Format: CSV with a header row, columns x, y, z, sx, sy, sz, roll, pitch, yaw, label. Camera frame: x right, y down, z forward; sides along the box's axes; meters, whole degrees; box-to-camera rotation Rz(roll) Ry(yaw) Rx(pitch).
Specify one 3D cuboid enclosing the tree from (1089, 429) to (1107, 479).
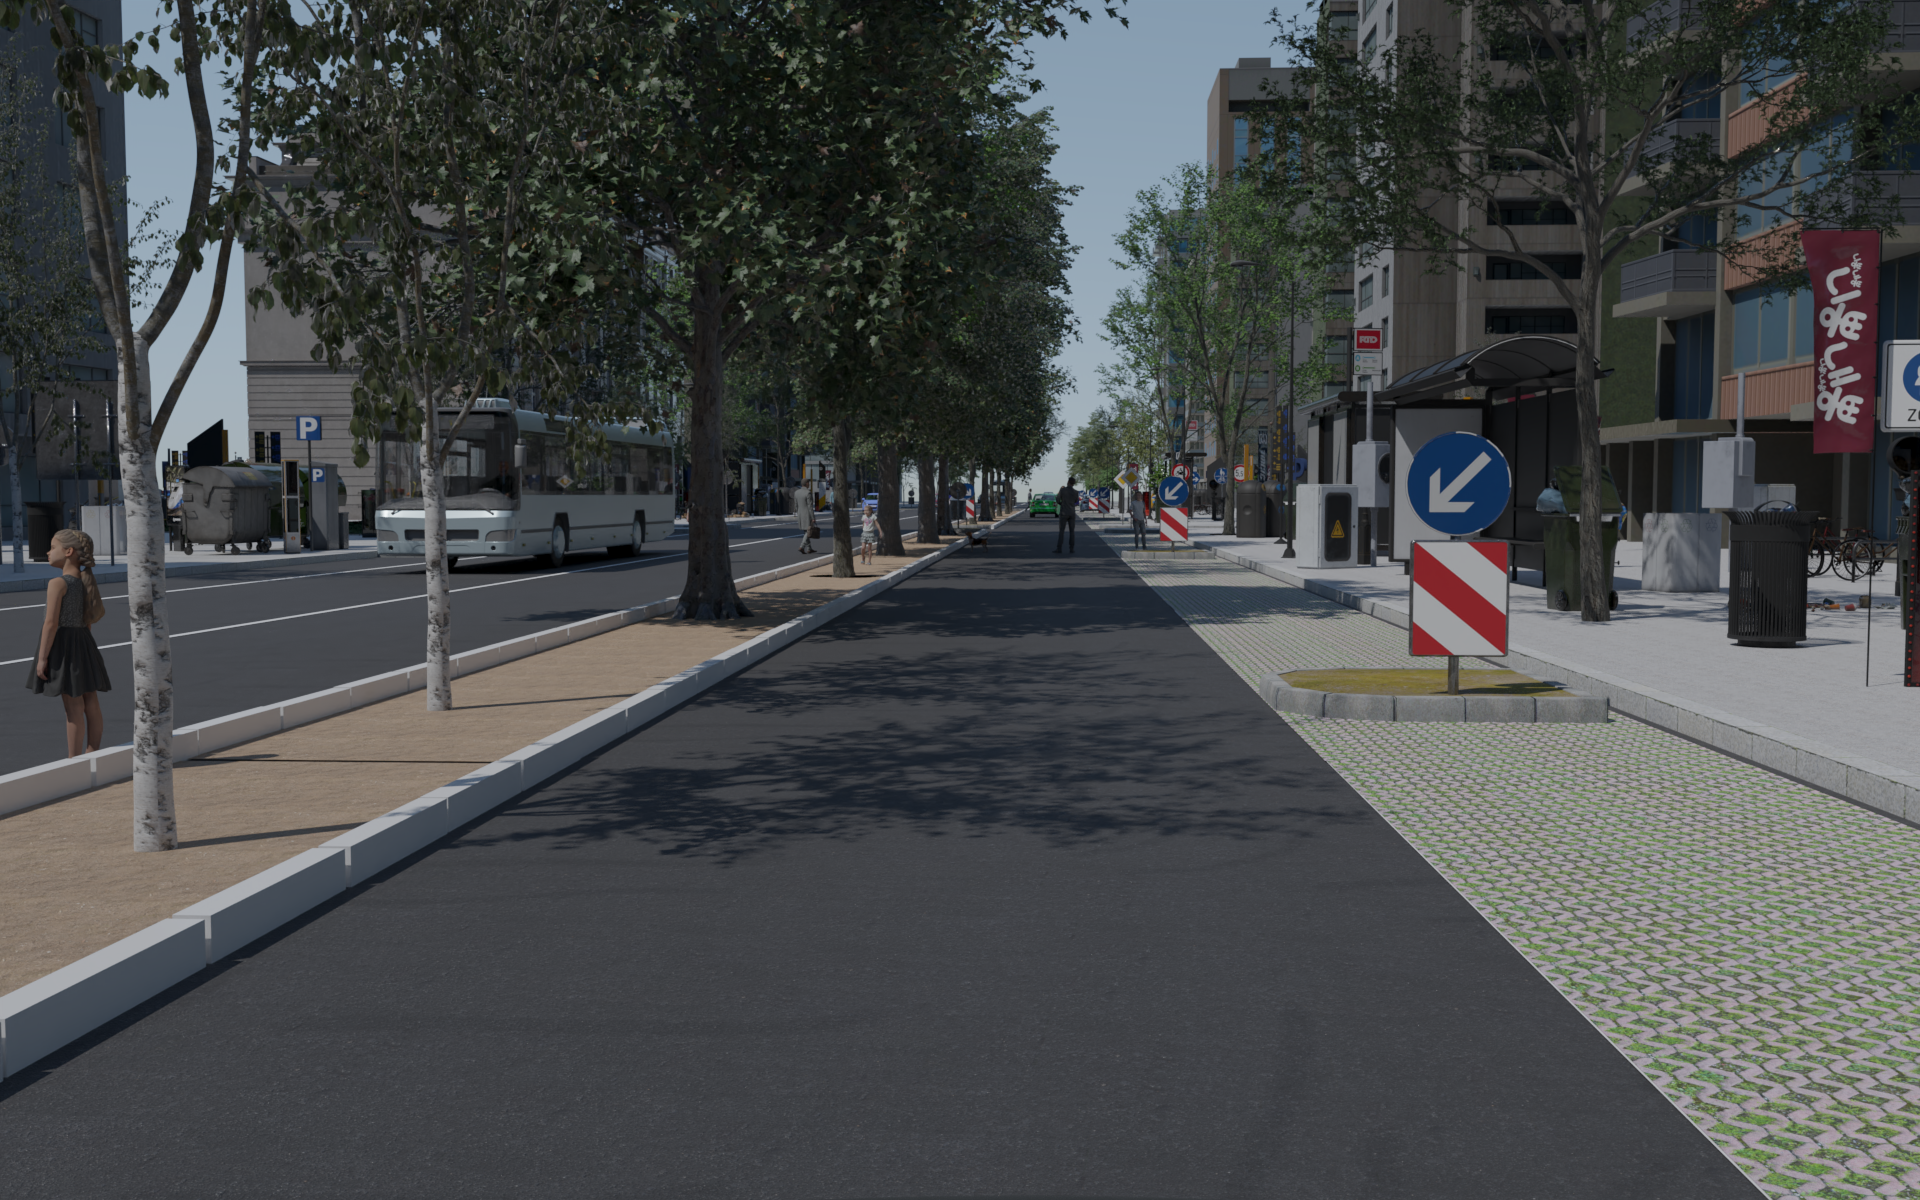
x,y,z,sx,sy,sz,roll,pitch,yaw,label
13.515,-11.279,134.766,4.737,8.622,4.395,0,3,0,tree

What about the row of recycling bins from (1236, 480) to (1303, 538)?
x,y,z,sx,sy,sz,roll,pitch,yaw,label
9.637,-2.716,51.517,3.534,1.692,1.069,-2,4,-33,row of recycling bins

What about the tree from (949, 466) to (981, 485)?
x,y,z,sx,sy,sz,roll,pitch,yaw,label
0.073,-23.464,301.762,7.486,12.596,7.792,0,3,0,tree

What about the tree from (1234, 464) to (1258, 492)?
x,y,z,sx,sy,sz,roll,pitch,yaw,label
16.110,-6.366,98.677,1.663,3.219,1.824,0,3,0,tree

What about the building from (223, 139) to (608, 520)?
x,y,z,sx,sy,sz,roll,pitch,yaw,label
-28.661,-15.566,96.298,13.314,21.916,24.055,0,4,3,building

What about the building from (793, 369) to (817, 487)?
x,y,z,sx,sy,sz,roll,pitch,yaw,label
-27.986,-32.853,191.768,22.147,44.769,28.867,0,4,3,building

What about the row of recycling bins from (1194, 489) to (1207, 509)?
x,y,z,sx,sy,sz,roll,pitch,yaw,label
19.497,-8.069,139.042,1.069,1.692,3.534,-1,4,-17,row of recycling bins

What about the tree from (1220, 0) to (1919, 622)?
x,y,z,sx,sy,sz,roll,pitch,yaw,label
6.101,-5.070,17.303,7.601,10.594,8.767,1,4,13,tree

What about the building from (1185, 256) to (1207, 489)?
x,y,z,sx,sy,sz,roll,pitch,yaw,label
46.757,-34.859,261.828,32.217,40.220,23.993,0,4,3,building

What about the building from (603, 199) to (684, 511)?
x,y,z,sx,sy,sz,roll,pitch,yaw,label
-27.482,-19.812,121.190,12.463,27.353,25.104,0,4,3,building

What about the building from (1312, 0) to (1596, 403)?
x,y,z,sx,sy,sz,roll,pitch,yaw,label
27.637,-20.207,102.078,14.160,30.474,14.107,0,4,3,building

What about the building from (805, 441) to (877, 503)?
x,y,z,sx,sy,sz,roll,pitch,yaw,label
-27.034,-40.812,256.522,28.713,52.752,27.495,0,4,3,building

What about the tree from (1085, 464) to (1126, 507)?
x,y,z,sx,sy,sz,roll,pitch,yaw,label
15.861,-11.906,178.383,4.285,4.588,4.351,0,3,0,tree

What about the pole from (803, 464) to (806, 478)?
x,y,z,sx,sy,sz,roll,pitch,yaw,label
-10.577,-7.584,117.833,0.158,3.312,0.155,0,3,0,pole

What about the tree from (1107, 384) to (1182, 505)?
x,y,z,sx,sy,sz,roll,pitch,yaw,label
11.850,-9.727,109.399,4.737,8.622,4.395,0,3,0,tree

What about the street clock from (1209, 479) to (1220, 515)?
x,y,z,sx,sy,sz,roll,pitch,yaw,label
12.489,-4.926,85.109,0.471,2.002,0.358,2,4,29,street clock

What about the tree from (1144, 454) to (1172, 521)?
x,y,z,sx,sy,sz,roll,pitch,yaw,label
9.660,-5.480,84.197,1.663,3.219,1.824,0,3,0,tree

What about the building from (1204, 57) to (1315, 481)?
x,y,z,sx,sy,sz,roll,pitch,yaw,label
32.955,-32.356,179.125,14.600,45.320,14.200,0,4,3,building

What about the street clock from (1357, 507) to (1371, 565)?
x,y,z,sx,sy,sz,roll,pitch,yaw,label
7.345,-1.640,31.383,0.358,2.002,0.471,-2,4,-26,street clock

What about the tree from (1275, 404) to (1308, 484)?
x,y,z,sx,sy,sz,roll,pitch,yaw,label
26.721,-11.739,142.288,4.360,8.622,3.978,0,3,0,tree

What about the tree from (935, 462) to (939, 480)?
x,y,z,sx,sy,sz,roll,pitch,yaw,label
-3.907,-17.454,235.732,4.360,8.622,3.978,0,3,0,tree

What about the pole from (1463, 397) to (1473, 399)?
x,y,z,sx,sy,sz,roll,pitch,yaw,label
10.688,-2.610,36.518,0.158,3.312,0.155,0,3,0,pole

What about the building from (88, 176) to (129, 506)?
x,y,z,sx,sy,sz,roll,pitch,yaw,label
-54.505,-14.744,90.211,18.267,20.994,9.793,0,4,3,building

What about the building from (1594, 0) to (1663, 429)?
x,y,z,sx,sy,sz,roll,pitch,yaw,label
27.925,-19.274,86.830,14.107,30.474,14.160,0,4,3,building

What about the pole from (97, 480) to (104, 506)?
x,y,z,sx,sy,sz,roll,pitch,yaw,label
-32.019,-4.323,64.521,0.158,3.312,0.155,0,3,0,pole

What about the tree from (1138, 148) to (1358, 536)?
x,y,z,sx,sy,sz,roll,pitch,yaw,label
8.304,-7.809,53.441,9.928,11.665,9.643,0,3,0,tree

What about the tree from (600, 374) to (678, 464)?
x,y,z,sx,sy,sz,roll,pitch,yaw,label
-18.482,-8.953,96.744,4.737,8.622,4.395,0,3,0,tree

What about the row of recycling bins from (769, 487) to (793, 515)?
x,y,z,sx,sy,sz,roll,pitch,yaw,label
-11.078,-6.153,107.716,1.069,1.692,3.534,-1,4,-18,row of recycling bins

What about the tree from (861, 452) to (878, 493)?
x,y,z,sx,sy,sz,roll,pitch,yaw,label
-8.166,-13.071,164.071,4.737,8.622,4.395,0,3,0,tree

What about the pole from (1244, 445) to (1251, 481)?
x,y,z,sx,sy,sz,roll,pitch,yaw,label
11.807,-4.749,71.487,0.158,3.312,0.155,0,3,0,pole

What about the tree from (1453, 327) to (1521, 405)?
x,y,z,sx,sy,sz,roll,pitch,yaw,label
23.914,-7.753,77.131,4.360,8.622,3.978,0,3,0,tree

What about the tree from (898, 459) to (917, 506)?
x,y,z,sx,sy,sz,roll,pitch,yaw,label
-6.136,-14.491,187.284,4.360,8.622,3.978,0,3,0,tree

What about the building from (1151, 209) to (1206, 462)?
x,y,z,sx,sy,sz,roll,pitch,yaw,label
43.479,-40.939,288.956,23.786,49.044,30.456,0,4,3,building

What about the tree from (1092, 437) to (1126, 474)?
x,y,z,sx,sy,sz,roll,pitch,yaw,label
17.589,-15.663,206.453,4.360,8.622,3.978,0,3,0,tree

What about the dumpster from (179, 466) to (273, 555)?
x,y,z,sx,sy,sz,roll,pitch,yaw,label
-15.605,-1.901,36.843,1.264,1.857,1.865,0,4,3,dumpster

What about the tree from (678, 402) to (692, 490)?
x,y,z,sx,sy,sz,roll,pitch,yaw,label
-19.009,-10.058,114.818,4.737,8.622,4.395,0,3,0,tree

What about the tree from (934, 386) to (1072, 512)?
x,y,z,sx,sy,sz,roll,pitch,yaw,label
3.944,-13.970,141.239,12.009,13.543,11.850,0,3,0,tree

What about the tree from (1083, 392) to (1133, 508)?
x,y,z,sx,sy,sz,roll,pitch,yaw,label
14.714,-13.572,156.312,7.601,10.594,8.767,-1,4,-21,tree

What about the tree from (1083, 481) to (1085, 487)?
x,y,z,sx,sy,sz,roll,pitch,yaw,label
20.408,-16.941,260.697,4.285,4.588,4.351,0,3,0,tree

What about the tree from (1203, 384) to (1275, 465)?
x,y,z,sx,sy,sz,roll,pitch,yaw,label
18.436,-10.173,116.685,4.360,8.622,3.978,0,3,0,tree

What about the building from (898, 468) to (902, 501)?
x,y,z,sx,sy,sz,roll,pitch,yaw,label
-17.646,-32.292,299.670,14.160,30.474,14.107,0,4,3,building

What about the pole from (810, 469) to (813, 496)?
x,y,z,sx,sy,sz,roll,pitch,yaw,label
-12.077,-9.002,141.025,0.158,3.312,0.155,0,3,0,pole

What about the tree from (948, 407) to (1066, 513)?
x,y,z,sx,sy,sz,roll,pitch,yaw,label
3.793,-11.882,131.137,8.767,10.594,7.601,0,4,3,tree

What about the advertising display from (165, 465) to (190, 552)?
x,y,z,sx,sy,sz,roll,pitch,yaw,label
-17.458,-2.047,38.682,0.974,1.923,0.123,3,5,42,advertising display

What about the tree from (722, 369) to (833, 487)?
x,y,z,sx,sy,sz,roll,pitch,yaw,label
-11.329,-10.799,110.975,7.601,10.594,8.767,2,4,34,tree

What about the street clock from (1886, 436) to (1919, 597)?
x,y,z,sx,sy,sz,roll,pitch,yaw,label
11.849,-1.045,21.661,0.471,2.002,0.358,1,4,13,street clock

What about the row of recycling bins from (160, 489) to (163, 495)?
x,y,z,sx,sy,sz,roll,pitch,yaw,label
-63.918,-7.968,137.395,1.069,1.692,3.534,1,4,21,row of recycling bins

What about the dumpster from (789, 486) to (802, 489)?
x,y,z,sx,sy,sz,roll,pitch,yaw,label
-11.542,-7.114,122.077,1.264,1.857,1.865,0,4,3,dumpster

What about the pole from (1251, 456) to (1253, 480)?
x,y,z,sx,sy,sz,roll,pitch,yaw,label
15.434,-5.990,91.775,0.158,3.312,0.155,0,3,0,pole

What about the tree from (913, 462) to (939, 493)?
x,y,z,sx,sy,sz,roll,pitch,yaw,label
-3.196,-19.112,246.891,8.767,10.594,7.601,-3,5,-41,tree

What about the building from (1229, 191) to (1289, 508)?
x,y,z,sx,sy,sz,roll,pitch,yaw,label
32.636,-24.082,165.447,14.160,30.474,14.107,0,4,3,building

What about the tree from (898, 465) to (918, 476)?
x,y,z,sx,sy,sz,roll,pitch,yaw,label
-4.855,-18.919,219.695,12.009,13.543,11.850,0,3,0,tree

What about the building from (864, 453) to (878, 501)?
x,y,z,sx,sy,sz,roll,pitch,yaw,label
-22.622,-40.204,281.042,21.300,48.544,21.600,0,4,3,building

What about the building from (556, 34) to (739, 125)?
x,y,z,sx,sy,sz,roll,pitch,yaw,label
-29.229,-31.083,162.830,22.147,44.769,28.867,0,4,3,building

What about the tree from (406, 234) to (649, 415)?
x,y,z,sx,sy,sz,roll,pitch,yaw,label
-13.974,-7.413,55.618,8.767,10.594,7.601,0,4,-1,tree

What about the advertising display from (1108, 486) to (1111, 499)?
x,y,z,sx,sy,sz,roll,pitch,yaw,label
12.296,-8.413,142.761,0.123,1.923,0.974,0,4,-1,advertising display

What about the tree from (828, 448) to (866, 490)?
x,y,z,sx,sy,sz,roll,pitch,yaw,label
-9.342,-11.677,141.284,4.360,8.622,3.978,0,3,0,tree

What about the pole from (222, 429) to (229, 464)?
x,y,z,sx,sy,sz,roll,pitch,yaw,label
-23.192,-3.726,54.763,0.158,3.312,0.155,0,3,0,pole
